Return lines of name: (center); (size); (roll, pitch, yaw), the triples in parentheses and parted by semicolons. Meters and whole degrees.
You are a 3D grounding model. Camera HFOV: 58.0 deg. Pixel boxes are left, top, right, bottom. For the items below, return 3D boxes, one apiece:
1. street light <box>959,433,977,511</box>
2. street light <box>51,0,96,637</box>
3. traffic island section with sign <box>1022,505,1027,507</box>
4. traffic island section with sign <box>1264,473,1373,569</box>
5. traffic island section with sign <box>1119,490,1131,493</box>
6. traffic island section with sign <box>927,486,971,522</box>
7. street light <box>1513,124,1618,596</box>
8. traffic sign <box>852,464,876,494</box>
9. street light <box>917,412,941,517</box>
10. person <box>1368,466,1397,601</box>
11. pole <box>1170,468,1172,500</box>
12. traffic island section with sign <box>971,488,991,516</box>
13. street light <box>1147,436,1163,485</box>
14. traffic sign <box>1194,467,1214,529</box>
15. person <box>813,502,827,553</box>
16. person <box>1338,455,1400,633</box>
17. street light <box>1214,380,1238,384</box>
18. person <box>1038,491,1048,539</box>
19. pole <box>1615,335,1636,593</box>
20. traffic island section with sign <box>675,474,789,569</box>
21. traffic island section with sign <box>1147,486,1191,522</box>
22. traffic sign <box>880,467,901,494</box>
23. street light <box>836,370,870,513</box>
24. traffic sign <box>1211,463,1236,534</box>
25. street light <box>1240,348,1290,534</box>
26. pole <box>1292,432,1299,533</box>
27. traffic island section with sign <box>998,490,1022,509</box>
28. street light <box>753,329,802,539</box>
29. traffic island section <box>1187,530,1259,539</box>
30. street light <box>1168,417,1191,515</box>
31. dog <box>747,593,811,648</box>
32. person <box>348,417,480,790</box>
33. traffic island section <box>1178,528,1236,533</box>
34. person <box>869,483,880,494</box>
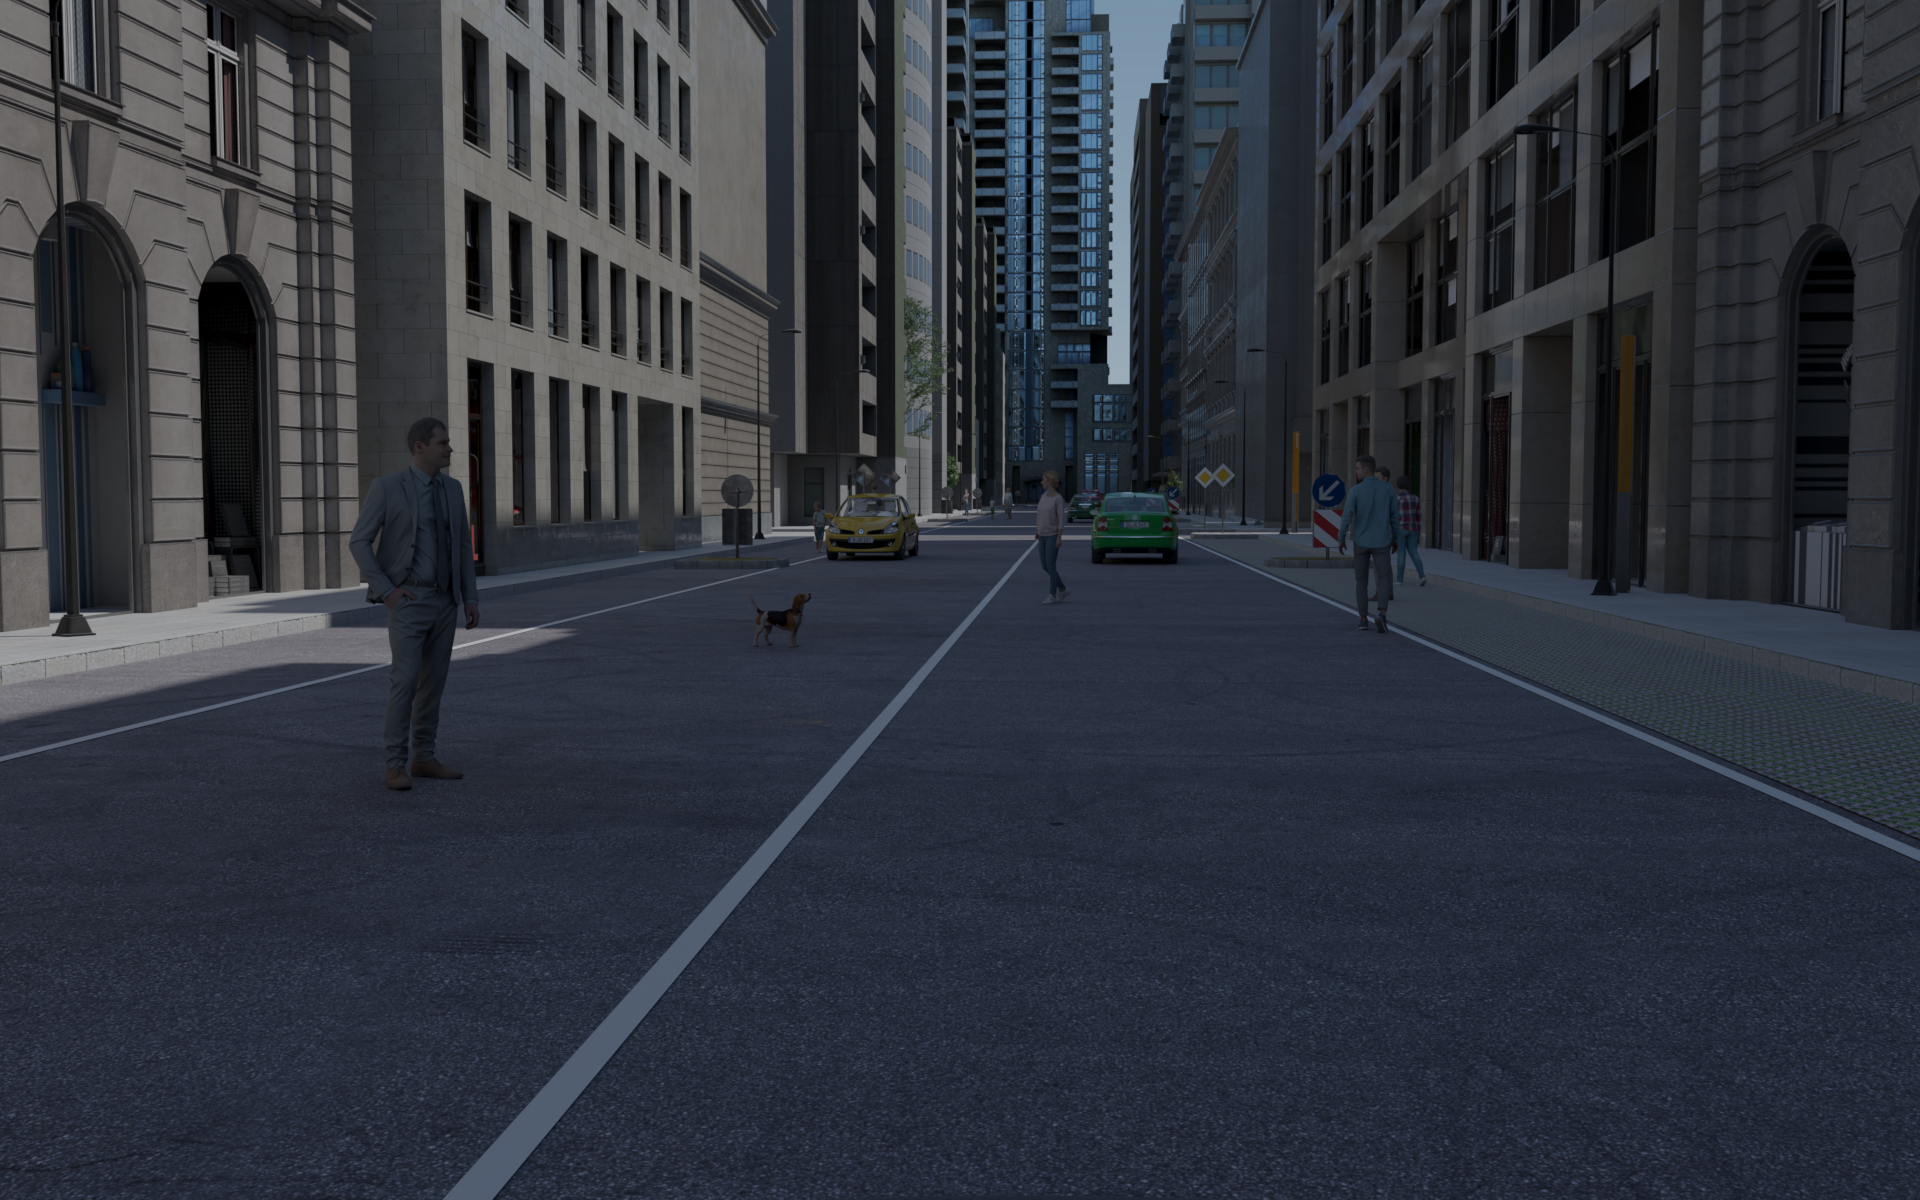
street light: (0.590, -9.744, 131.860); (1.470, 5.913, 1.316); (0, 4, 4)
street light: (-7.494, -2.626, 15.478); (1.470, 5.913, 1.316); (0, 4, 4)
traffic island section with sign: (6.525, -11.330, 193.868); (1.989, 1.847, 2.006); (0, 4, 4)
traffic island section with sign: (7.032, -1.555, 34.057); (1.989, 1.847, 2.006); (0, 4, 4)
traffic island section with sign: (17.874, -11.248, 192.533); (1.989, 1.847, 2.006); (0, 4, 4)
traffic island section with sign: (-0.619, -4.943, 89.449); (1.989, 1.847, 2.006); (0, 4, 4)
street light: (7.640, -3.017, 21.865); (1.470, 5.913, 1.316); (0, 4, 4)
traffic sign: (-3.154, -3.257, 56.896); (0.795, 2.450, 0.064); (0, 4, 4)
street light: (-1.753, -7.699, 98.425); (1.470, 5.913, 1.316); (0, 4, 4)
person: (5.565, -0.885, 23.165); (0.583, 1.804, 0.606); (0, 4, -7)
pole: (16.665, -8.733, 136.622); (0.158, 3.312, 0.155); (0, 3, 0)
traffic island section with sign: (1.219, -6.594, 116.442); (1.989, 1.847, 2.006); (0, 4, 4)
street light: (15.633, -10.146, 138.426); (1.470, 5.913, 1.316); (0, 4, 4)
traffic sign: (9.057, -3.694, 64.047); (0.795, 2.450, 0.064); (0, 4, 4)
person: (-3.399, -1.769, 42.110); (0.332, 1.250, 0.352); (1, 4, 21)
person: (4.262, -0.594, 18.069); (0.638, 1.841, 0.748); (1, 4, 14)
street light: (11.067, -6.008, 70.774); (1.470, 5.913, 1.316); (0, 4, 4)
person: (2.627, -2.696, 52.600); (0.620, 1.820, 0.660); (-1, 4, -21)
pole: (8.600, -1.745, 22.372); (0.158, 3.312, 0.155); (0, 3, 0)
traffic island section with sign: (-4.412, -1.551, 33.988); (1.989, 1.847, 2.006); (0, 4, 4)
traffic island section with sign: (10.759, -4.895, 88.664); (1.989, 1.847, 2.006); (0, 4, 4)
traffic sign: (-2.609, -3.744, 64.862); (0.795, 2.450, 0.064); (0, 4, 4)
street light: (-4.070, -5.642, 64.780); (1.470, 5.913, 1.316); (0, 4, 4)
traffic sign: (8.512, -3.207, 56.080); (0.795, 2.450, 0.064); (0, 4, 4)
street light: (9.830, -5.060, 55.272); (1.470, 5.913, 1.316); (0, 4, 4)
pole: (11.008, -3.852, 56.824); (0.158, 3.312, 0.155); (0, 3, 0)
traffic island section with sign: (4.683, -9.685, 166.976); (1.989, 1.847, 2.006); (0, 4, 4)
street light: (-5.147, -4.669, 48.874); (1.470, 5.913, 1.316); (0, 4, 4)
traffic island section: (8.536, -2.072, 56.156); (2.009, 0.180, 2.903); (0, 4, 4)
street light: (13.271, -8.081, 104.666); (1.470, 5.913, 1.316); (0, 4, 4)
dog: (-1.698, 0.185, 16.266); (0.540, 0.507, 0.406); (-1, 4, -17)
person: (-2.696, -0.003, 8.648); (0.391, 1.810, 0.635); (2, 4, 28)
traffic island section: (9.081, -2.559, 64.122); (2.009, 0.180, 2.903); (0, 4, 4)
person: (-2.547, -2.575, 51.147); (0.519, 1.759, 0.362); (-2, 4, -32)
